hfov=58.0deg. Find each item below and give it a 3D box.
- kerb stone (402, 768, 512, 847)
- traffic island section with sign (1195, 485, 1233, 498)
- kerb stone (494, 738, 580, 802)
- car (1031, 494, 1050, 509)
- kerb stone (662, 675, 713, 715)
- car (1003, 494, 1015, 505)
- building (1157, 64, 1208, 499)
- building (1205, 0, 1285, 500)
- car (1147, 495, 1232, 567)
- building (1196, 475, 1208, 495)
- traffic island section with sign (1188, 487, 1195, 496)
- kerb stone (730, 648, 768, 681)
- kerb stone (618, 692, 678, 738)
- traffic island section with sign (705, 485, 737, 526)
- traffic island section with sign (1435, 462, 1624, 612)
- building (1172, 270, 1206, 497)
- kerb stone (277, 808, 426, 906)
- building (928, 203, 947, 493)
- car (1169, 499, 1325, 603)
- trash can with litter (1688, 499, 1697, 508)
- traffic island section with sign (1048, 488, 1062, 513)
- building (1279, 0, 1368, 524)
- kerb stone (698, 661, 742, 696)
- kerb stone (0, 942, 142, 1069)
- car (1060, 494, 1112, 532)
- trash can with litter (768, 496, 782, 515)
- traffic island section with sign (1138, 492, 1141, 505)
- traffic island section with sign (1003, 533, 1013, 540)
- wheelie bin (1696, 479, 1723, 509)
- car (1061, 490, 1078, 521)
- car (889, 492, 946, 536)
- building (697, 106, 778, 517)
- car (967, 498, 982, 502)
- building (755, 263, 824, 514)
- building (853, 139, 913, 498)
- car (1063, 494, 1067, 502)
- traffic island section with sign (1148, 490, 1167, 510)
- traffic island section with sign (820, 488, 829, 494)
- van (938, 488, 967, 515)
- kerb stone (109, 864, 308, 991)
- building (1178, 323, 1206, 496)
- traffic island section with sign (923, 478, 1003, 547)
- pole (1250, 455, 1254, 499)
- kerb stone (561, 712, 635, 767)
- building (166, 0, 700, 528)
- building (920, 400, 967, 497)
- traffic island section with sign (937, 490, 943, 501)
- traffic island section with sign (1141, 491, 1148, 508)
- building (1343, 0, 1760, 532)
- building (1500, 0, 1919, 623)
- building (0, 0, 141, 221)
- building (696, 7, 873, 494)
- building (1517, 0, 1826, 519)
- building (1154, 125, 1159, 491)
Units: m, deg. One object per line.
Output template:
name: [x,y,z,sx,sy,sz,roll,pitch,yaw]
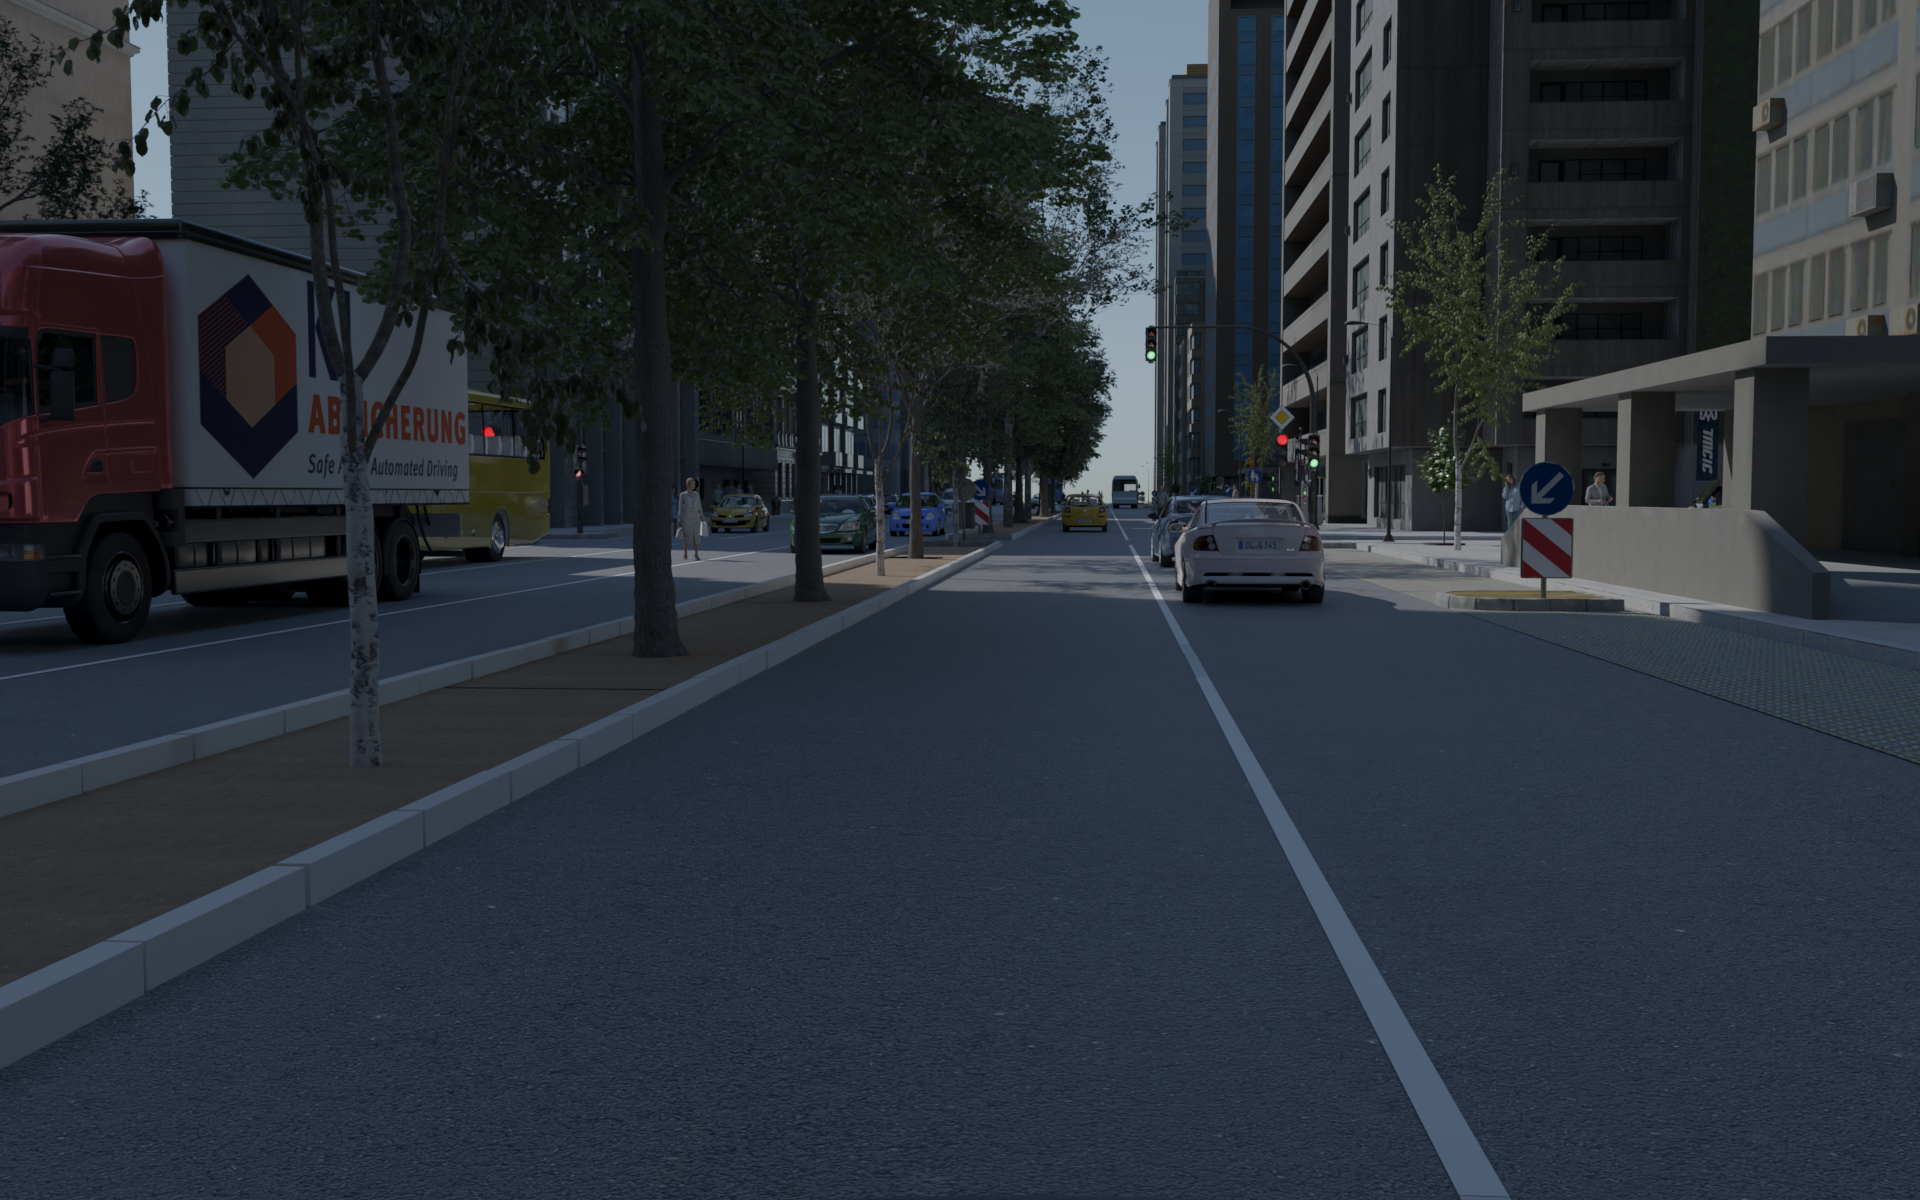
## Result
kerb stone: [-2.188,0.897,7.533,0.120,0.150,1.000,0,4,5]
traffic island section with sign: [11.693,-4.205,77.387,1.989,1.847,2.006,0,4,5]
kerb stone: [-2.101,0.839,8.558,0.120,0.150,1.000,0,4,5]
car: [7.979,-9.785,171.777,2.131,1.459,4.920,0,4,7]
kerb stone: [-1.849,0.648,11.627,0.120,0.150,1.000,0,4,5]
car: [5.879,-11.364,195.594,2.009,1.686,4.222,0,4,5]
building: [39.400,-42.928,243.876,21.231,58.520,28.212,0,4,5]
building: [27.652,-30.118,142.547,14.600,45.320,14.200,0,4,5]
car: [4.848,-1.420,35.212,2.014,1.417,4.499,0,4,3]
building: [38.580,-28.688,160.932,32.217,40.220,23.993,0,4,5]
traffic island section with sign: [13.899,-5.849,104.252,1.989,1.847,2.006,0,4,5]
kerb stone: [-1.688,0.522,13.665,0.120,0.150,1.000,0,4,5]
kerb stone: [-1.926,0.709,10.604,0.120,0.150,1.000,0,4,5]
traffic island section with sign: [-10.575,-4.310,79.104,1.989,1.847,2.006,0,4,5]
traffic island section with sign: [7.128,-0.816,21.965,1.989,1.847,2.006,0,4,5]
building: [34.498,-27.629,223.440,14.160,30.474,14.107,0,4,5]
kerb stone: [-2.273,0.959,6.514,0.120,0.150,1.000,0,4,5]
building: [-16.212,-39.187,229.940,28.713,52.752,27.495,0,4,5]
car: [3.986,-0.725,24.221,2.083,1.381,4.827,0,4,5]
trash can with litter: [19.080,-2.033,44.635,0.624,1.170,1.055,2,4,24]
traffic island section with sign: [6.831,-7.454,130.004,2.006,1.907,1.989,0,4,5]
building: [27.422,-28.102,83.173,21.300,48.544,21.600,0,4,5]
kerb stone: [-1.773,0.584,12.646,0.120,0.150,1.000,0,4,5]
kerb stone: [-2.437,1.084,4.464,0.120,0.150,1.000,0,4,5]
car: [4.823,-3.443,66.524,2.015,1.641,3.980,0,4,5]
trash can with litter: [-11.213,-5.634,103.510,1.055,1.170,0.624,-2,4,-23]
traffic island section with sign: [24.744,-13.901,235.915,1.989,1.847,2.006,0,4,5]
traffic island section with sign: [0.675,-2.873,55.117,2.006,1.907,1.989,0,4,5]
wheelie bin: [16.370,-1.814,37.562,0.693,1.594,0.980,1,4,11]
car: [6.459,-5.144,94.325,2.015,1.641,3.980,0,4,6]
car: [-1.452,-3.081,59.964,1.945,1.707,3.694,0,4,5]
building: [-19.593,-18.688,99.061,14.314,27.812,24.014,0,4,5]
car: [0.930,-7.936,142.120,2.083,1.381,4.827,0,4,5]
building: [-15.761,-15.662,120.695,10.561,19.102,19.286,0,4,5]
building: [-16.806,-38.798,176.350,21.231,58.520,28.212,0,4,5]
car: [16.392,-16.277,276.354,2.015,1.641,3.980,0,4,3]
traffic island section with sign: [18.024,-8.914,154.370,1.989,1.847,2.006,0,4,5]
traffic island section with sign: [-8.348,-5.957,106.017,1.989,1.847,2.006,0,4,5]
van: [-0.449,-6.855,119.091,2.013,2.044,4.112,0,4,6]
kerb stone: [-2.361,1.025,5.486,0.120,0.150,1.000,0,4,5]
building: [38.305,-20.977,188.010,27.650,21.520,28.899,0,4,5]
traffic island section with sign: [0.058,-2.422,47.735,2.006,1.907,1.989,0,4,5]
pole: [15.241,-5.902,90.344,0.158,3.312,0.155,0,3,0]
kerb stone: [-2.007,0.772,9.576,0.120,0.150,1.000,0,4,5]
building: [-19.632,-18.003,71.838,11.434,29.767,29.804,0,4,5]
building: [-6.523,-34.662,250.318,14.154,41.232,14.086,0,4,5]
traffic island section with sign: [-2.031,-10.654,182.813,1.989,1.847,2.006,0,4,5]
traffic island section with sign: [20.232,-10.557,181.235,1.989,1.847,2.006,0,4,5]
building: [21.745,-17.717,61.373,14.107,30.474,14.160,0,4,5]
building: [25.304,-20.192,22.017,32.217,40.220,23.993,0,4,5]
building: [-44.257,-17.141,66.166,20.117,28.700,13.634,0,4,5]
building: [-20.398,-32.260,147.052,23.786,49.044,30.456,0,4,5]
building: [35.279,-25.869,114.832,32.217,40.220,23.993,0,4,5]
building: [41.245,-44.683,272.568,21.231,58.520,28.212,0,4,5]
